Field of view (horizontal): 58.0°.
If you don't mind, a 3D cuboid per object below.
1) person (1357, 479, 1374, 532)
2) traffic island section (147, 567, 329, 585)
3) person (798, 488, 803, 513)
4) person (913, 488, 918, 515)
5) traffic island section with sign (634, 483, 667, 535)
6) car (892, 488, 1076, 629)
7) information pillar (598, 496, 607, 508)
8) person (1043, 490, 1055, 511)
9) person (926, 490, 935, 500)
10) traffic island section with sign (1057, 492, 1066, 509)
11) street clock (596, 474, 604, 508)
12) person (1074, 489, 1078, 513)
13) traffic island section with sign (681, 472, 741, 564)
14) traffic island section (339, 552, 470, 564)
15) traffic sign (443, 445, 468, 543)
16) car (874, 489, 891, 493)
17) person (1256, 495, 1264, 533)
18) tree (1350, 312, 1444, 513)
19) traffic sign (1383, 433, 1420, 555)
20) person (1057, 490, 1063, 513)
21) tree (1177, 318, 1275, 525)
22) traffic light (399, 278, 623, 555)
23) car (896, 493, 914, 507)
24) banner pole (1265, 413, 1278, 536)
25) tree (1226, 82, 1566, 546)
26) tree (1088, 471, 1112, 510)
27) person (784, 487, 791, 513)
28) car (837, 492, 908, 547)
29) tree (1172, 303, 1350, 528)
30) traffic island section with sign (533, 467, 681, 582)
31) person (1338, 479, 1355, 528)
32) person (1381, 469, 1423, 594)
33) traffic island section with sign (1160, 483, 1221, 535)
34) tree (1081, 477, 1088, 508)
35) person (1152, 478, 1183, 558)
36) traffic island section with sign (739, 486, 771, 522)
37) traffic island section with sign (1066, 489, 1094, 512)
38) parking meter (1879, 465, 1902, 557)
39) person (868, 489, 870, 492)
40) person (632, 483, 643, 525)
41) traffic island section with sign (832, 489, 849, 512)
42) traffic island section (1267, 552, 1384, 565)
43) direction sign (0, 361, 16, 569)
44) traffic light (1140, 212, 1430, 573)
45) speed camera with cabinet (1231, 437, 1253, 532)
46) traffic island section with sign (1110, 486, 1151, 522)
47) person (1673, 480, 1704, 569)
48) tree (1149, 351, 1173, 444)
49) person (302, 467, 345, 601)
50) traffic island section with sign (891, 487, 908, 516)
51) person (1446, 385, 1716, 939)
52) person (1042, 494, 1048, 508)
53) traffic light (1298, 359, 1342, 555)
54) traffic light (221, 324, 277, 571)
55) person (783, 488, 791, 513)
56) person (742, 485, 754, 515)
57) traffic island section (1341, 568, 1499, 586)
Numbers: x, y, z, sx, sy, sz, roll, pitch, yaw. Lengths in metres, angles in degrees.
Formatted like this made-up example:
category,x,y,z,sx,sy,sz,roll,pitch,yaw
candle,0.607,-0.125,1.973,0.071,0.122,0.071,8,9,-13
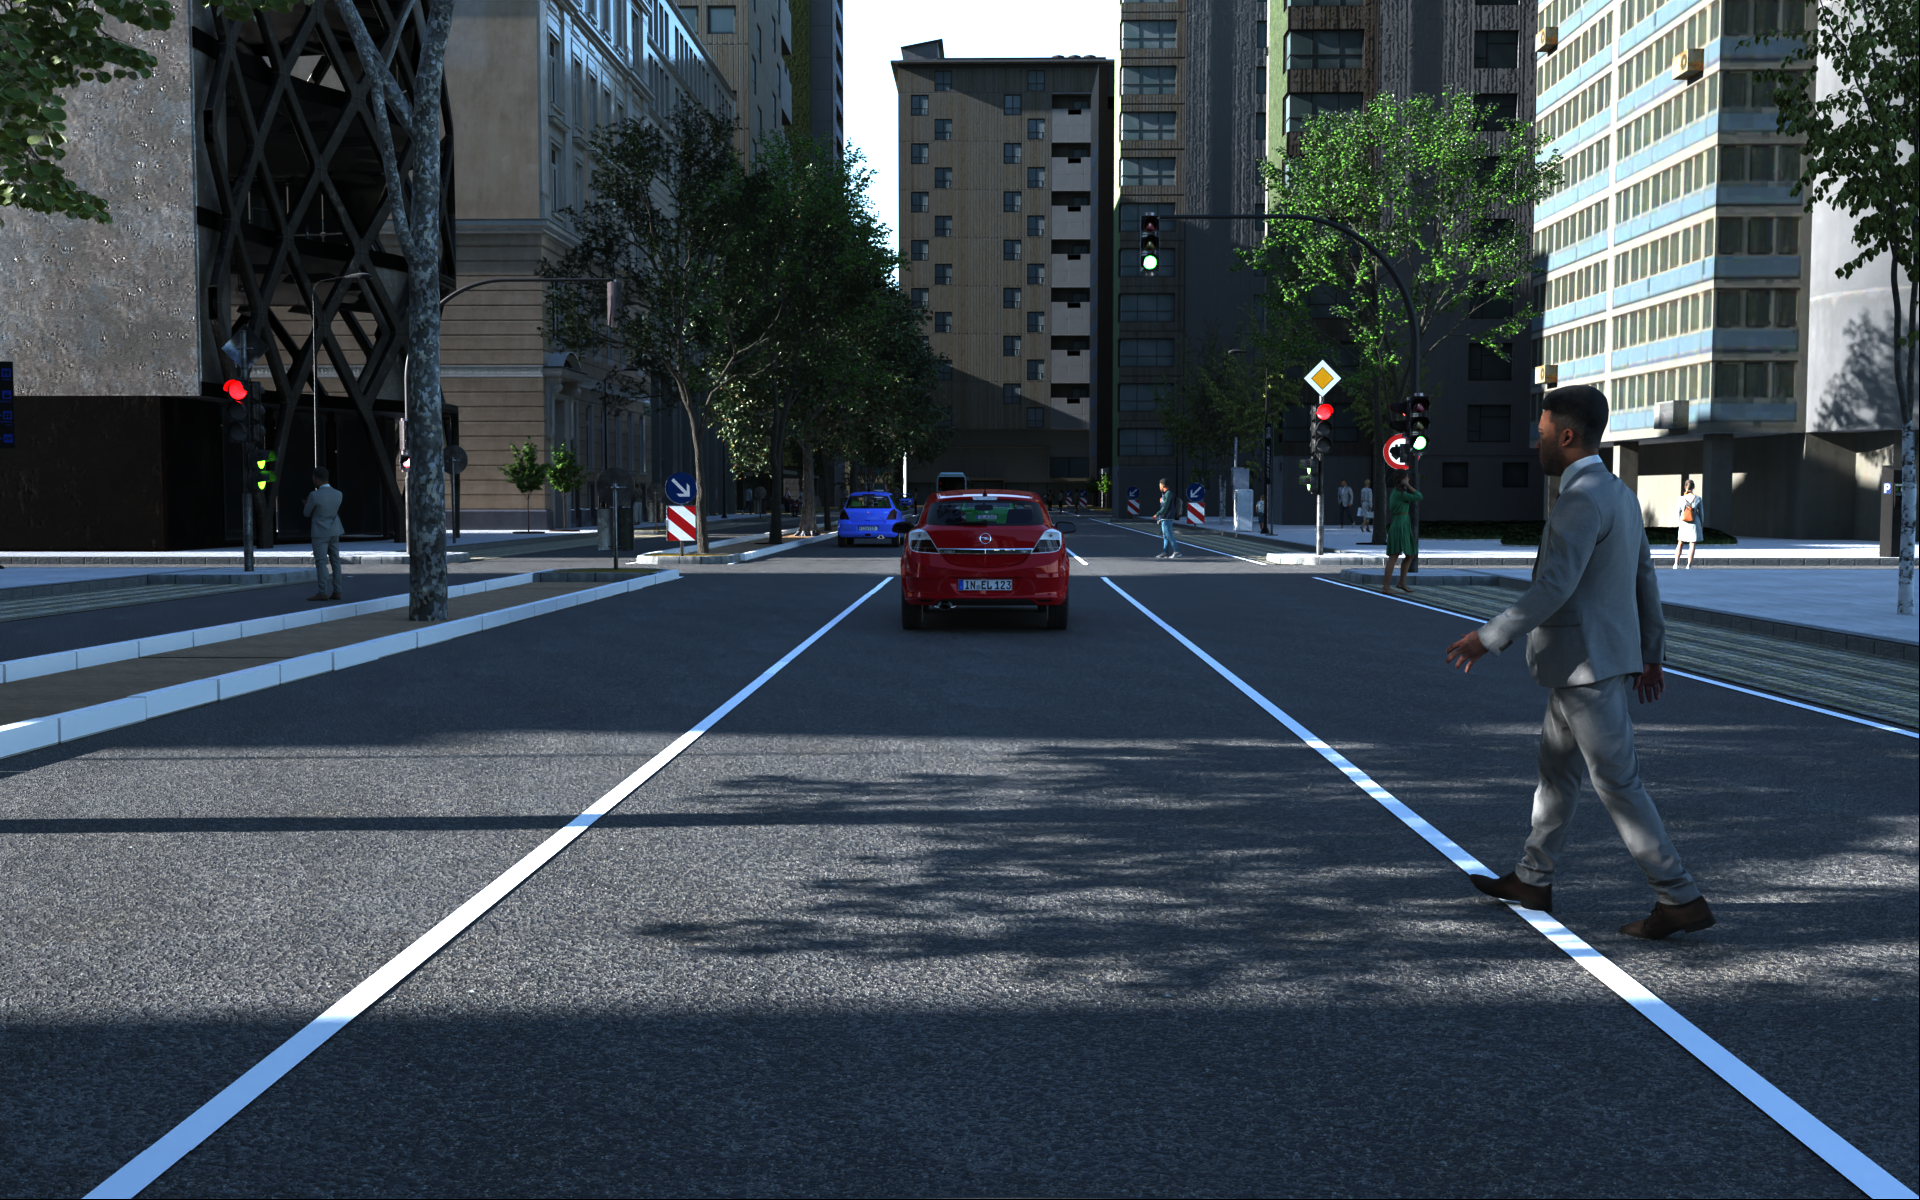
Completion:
category,x,y,z,sx,sy,sz,roll,pitch,yaw
person,13.696,-3.187,58.507,0.624,1.780,0.694,-1,4,-20
traffic island section,-11.827,-0.397,28.775,2.009,0.180,2.903,0,4,1
person,-10.168,-6.331,111.859,0.661,1.843,0.795,-2,4,-28
person,-3.121,-6.822,120.057,0.705,1.823,1.348,0,4,-2
traffic island section with sign,-10.819,-3.225,61.349,1.989,1.847,2.006,0,4,1
car,0.275,-0.659,19.821,2.155,1.783,4.494,0,4,0
information pillar,-12.944,-3.557,62.656,0.304,2.012,0.304,-1,4,-10
person,7.711,-8.580,148.877,1.348,1.812,0.705,-3,5,-41
person,-2.161,-7.903,138.431,1.217,1.743,0.721,-1,4,-20
traffic island section with sign,10.248,-9.586,165.363,1.989,1.847,2.006,0,4,1
street clock,-12.701,-3.475,61.393,0.358,2.002,0.471,1,4,11
person,8.596,-7.330,128.352,0.705,1.824,1.348,0,4,4
traffic island section with sign,-5.719,-1.722,36.292,2.006,1.907,1.989,0,4,1
traffic island section,-11.662,-0.885,36.758,2.009,0.180,2.903,0,4,1
traffic sign,-13.166,-2.746,45.007,0.768,2.556,0.104,0,4,5
car,-6.575,-8.208,142.874,2.281,1.827,5.304,0,4,3
person,10.048,-2.878,57.781,0.332,1.250,0.352,3,5,44
tree,16.931,-7.236,68.669,4.737,8.622,4.395,0,3,0
traffic sign,9.266,-2.218,36.378,0.768,2.556,0.104,1,4,10
person,7.362,-7.269,128.136,0.721,1.735,1.217,0,4,-6
tree,10.891,-7.419,71.664,4.360,8.622,3.978,0,3,0
traffic light,-9.529,-3.789,36.615,4.771,5.953,1.251,0,4,1
car,-5.872,-10.806,186.273,1.945,1.707,3.694,0,4,1
banner pole,9.634,-3.905,53.865,0.401,3.779,0.863,-1,4,-10
tree,10.770,-7.201,43.493,9.928,11.665,9.643,0,3,0
tree,11.911,-9.047,142.516,1.663,3.219,1.824,0,3,0
person,-11.941,-6.917,119.680,0.434,1.755,0.990,-2,4,-27
car,-2.425,-2.347,47.972,1.945,1.707,3.694,0,4,1
tree,11.219,-6.984,64.545,4.737,8.622,4.395,0,3,0
traffic island section with sign,-5.882,-1.269,28.886,2.006,1.907,1.989,0,4,1
person,14.411,-3.597,64.700,0.795,1.843,0.661,-3,5,-44
person,6.284,-0.983,24.812,0.529,1.795,0.600,-1,4,-9
traffic island section with sign,8.098,-3.200,60.950,1.989,1.847,2.006,0,4,1
tree,12.209,-10.106,159.827,1.663,3.219,1.824,0,3,0
person,4.648,-1.836,38.869,0.721,1.781,0.623,0,4,0
traffic island section with sign,-10.253,-4.914,88.974,1.989,1.847,2.006,0,4,1
traffic island section with sign,9.689,-7.938,138.414,1.989,1.847,2.006,0,4,1
parking meter,18.954,-1.804,35.212,0.255,1.863,0.399,-1,4,-12
person,-6.382,-6.889,121.132,0.705,1.824,1.348,2,4,35
person,-13.407,-3.993,71.885,0.362,1.759,0.519,2,4,31
traffic island section with sign,-9.219,-7.975,139.016,1.989,1.847,2.006,0,4,1
traffic island section,7.575,-0.861,36.357,2.009,0.180,2.903,0,4,1
direction sign,-16.610,-2.300,29.598,0.876,3.537,0.379,-1,4,-11
traffic light,5.277,-3.272,28.162,4.771,5.953,1.251,0,4,1
speed camera with cabinet,9.734,-3.995,59.653,0.660,3.252,2.038,0,4,4
traffic island section with sign,8.654,-4.867,88.196,1.989,1.847,2.006,0,4,1
person,13.563,-1.390,32.234,0.512,1.701,0.522,2,4,24
tree,10.860,-7.879,79.185,4.737,8.622,4.395,0,3,0
person,-8.640,-0.903,23.448,0.466,1.800,0.511,1,4,18
traffic island section with sign,-4.175,-6.317,111.414,2.006,1.907,1.989,0,4,1
person,2.085,0.185,5.742,0.850,1.792,0.678,3,4,36
person,8.801,-10.105,176.899,0.799,1.438,0.628,0,4,-1
traffic light,7.535,-2.894,36.244,0.839,4.253,0.868,0,4,1
traffic light,-11.787,-2.429,28.639,0.839,4.253,0.868,0,4,1
person,-11.748,-6.762,117.532,0.436,1.711,0.756,-1,4,-17
person,-13.044,-6.155,106.521,0.661,1.843,0.795,3,5,43
traffic island section,7.410,-0.373,28.374,2.009,0.180,2.903,0,4,1
